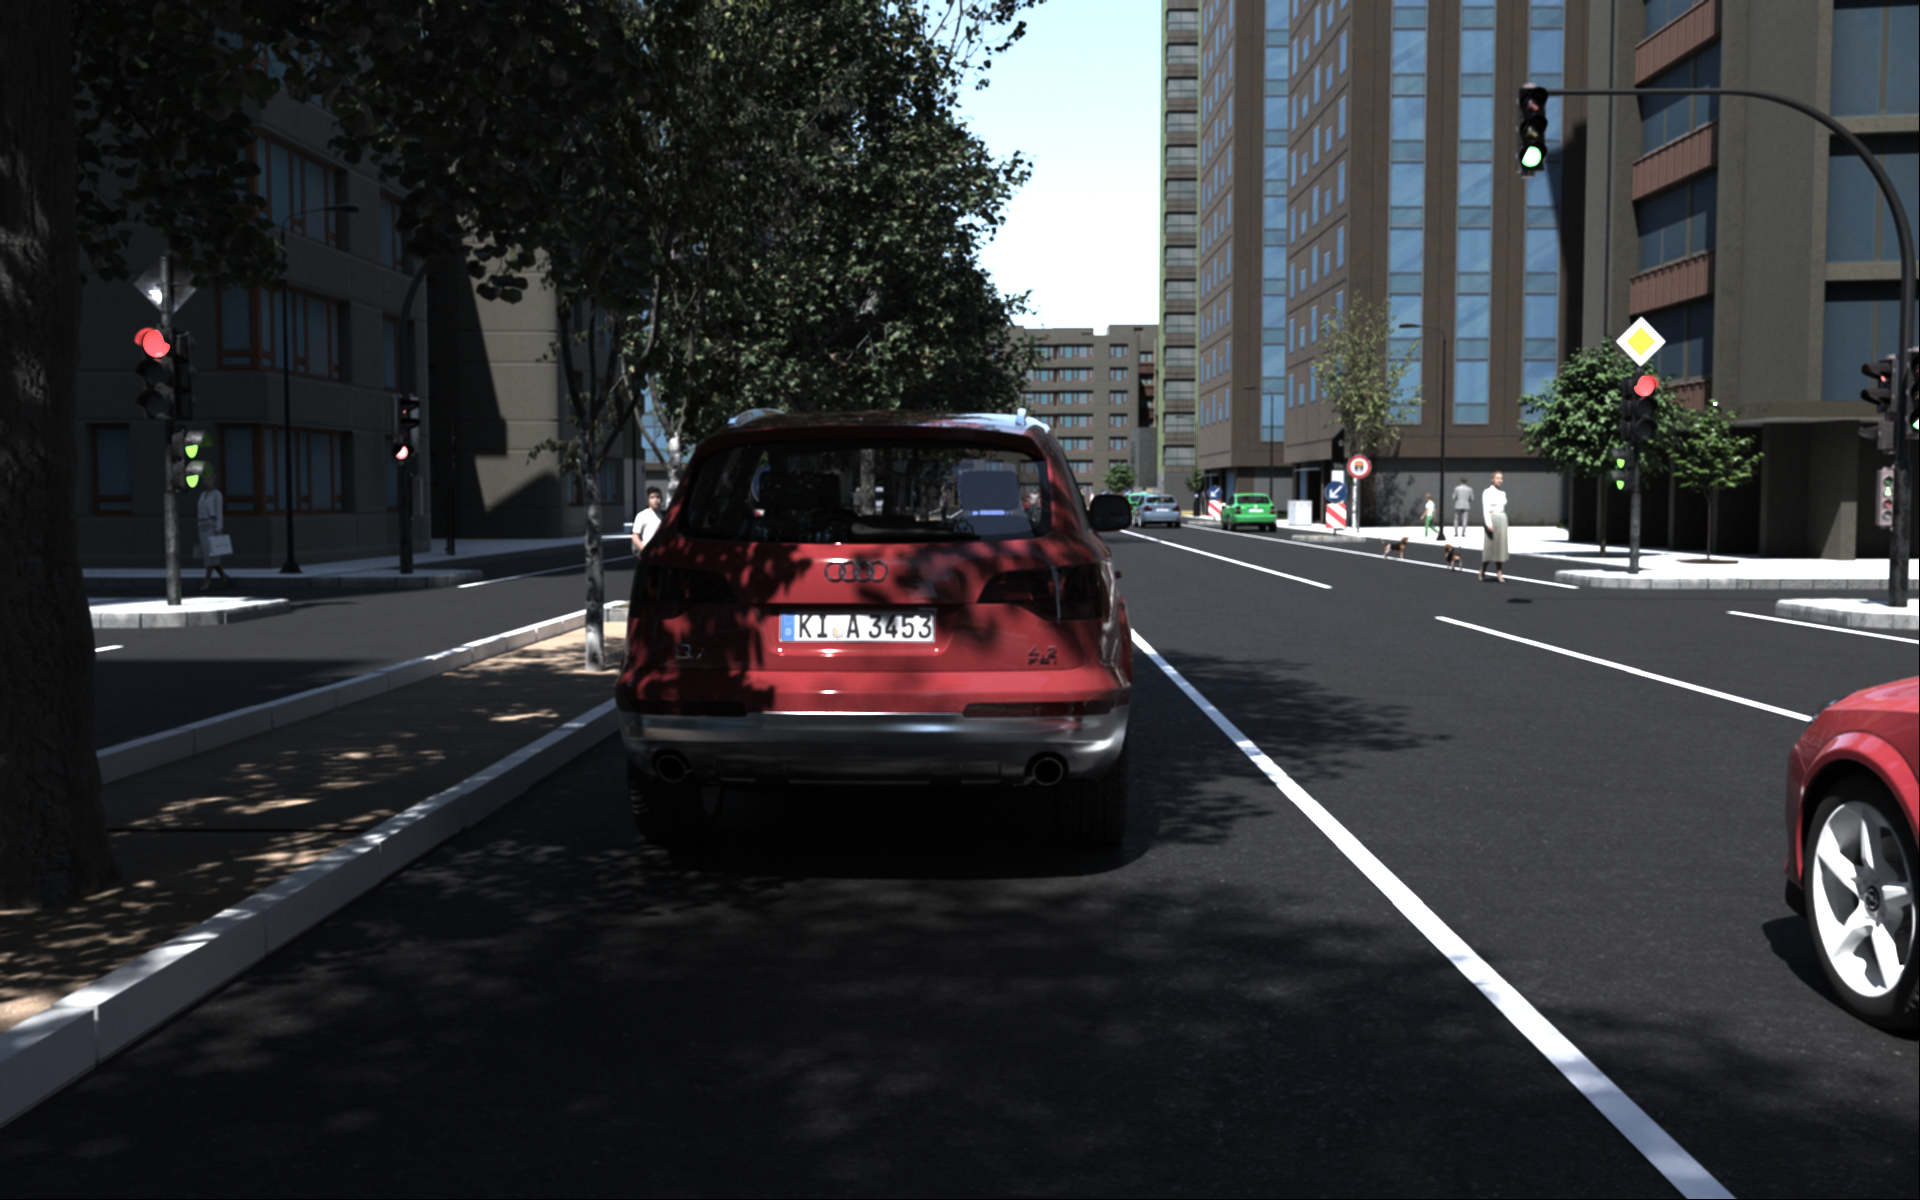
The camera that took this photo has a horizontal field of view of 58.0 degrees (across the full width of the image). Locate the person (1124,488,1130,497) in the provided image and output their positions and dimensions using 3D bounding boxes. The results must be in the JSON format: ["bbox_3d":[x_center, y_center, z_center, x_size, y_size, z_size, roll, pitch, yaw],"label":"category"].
[{"bbox_3d":[14.933,-8.978,152.931,1.348,1.812,0.705,-3,5,-41],"label":"person"}]

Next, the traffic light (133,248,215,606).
[{"bbox_3d":[-9.045,-1.892,19.856,0.839,4.253,0.868,0,4,1],"label":"traffic light"}]

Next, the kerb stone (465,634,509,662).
[{"bbox_3d":[-4.152,0.435,15.088,0.120,0.150,1.000,0,4,1],"label":"kerb stone"}]

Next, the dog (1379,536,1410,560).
[{"bbox_3d":[9.528,-1.144,37.996,0.540,0.507,0.406,-2,4,-29],"label":"dog"}]

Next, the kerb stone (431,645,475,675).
[{"bbox_3d":[-4.170,0.507,14.062,0.120,0.150,1.000,0,4,1],"label":"kerb stone"}]

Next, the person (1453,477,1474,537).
[{"bbox_3d":[14.953,-2.773,51.586,0.606,1.804,0.583,0,4,3],"label":"person"}]

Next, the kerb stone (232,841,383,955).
[{"bbox_3d":[-2.200,1.001,5.871,0.120,0.150,1.000,0,4,1],"label":"kerb stone"}]

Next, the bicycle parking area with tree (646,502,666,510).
[{"bbox_3d":[-20.452,-6.725,96.961,8.231,4.147,9.016,-3,4,-36],"label":"bicycle parking area with tree"}]

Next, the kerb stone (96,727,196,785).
[{"bbox_3d":[-4.252,0.811,8.952,0.120,0.150,1.000,0,4,1],"label":"kerb stone"}]

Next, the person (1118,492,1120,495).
[{"bbox_3d":[16.045,-10.346,175.982,0.721,1.735,1.217,0,4,6],"label":"person"}]

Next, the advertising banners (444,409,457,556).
[{"bbox_3d":[-10.723,-2.463,36.453,0.090,3.025,2.074,-1,4,-22],"label":"advertising banners"}]

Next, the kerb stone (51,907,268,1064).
[{"bbox_3d":[-2.214,1.061,4.849,0.120,0.150,1.000,0,4,1],"label":"kerb stone"}]

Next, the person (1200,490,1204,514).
[{"bbox_3d":[15.237,-6.194,107.760,0.683,1.767,0.568,1,4,10],"label":"person"}]

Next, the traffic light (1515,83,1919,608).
[{"bbox_3d":[8.521,-2.739,19.449,4.771,5.953,1.251,0,4,1],"label":"traffic light"}]

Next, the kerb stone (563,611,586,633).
[{"bbox_3d":[-4.102,0.246,18.174,0.120,0.150,1.000,0,4,1],"label":"kerb stone"}]

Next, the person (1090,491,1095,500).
[{"bbox_3d":[13.331,-10.086,174.070,0.551,1.740,0.621,3,5,40],"label":"person"}]

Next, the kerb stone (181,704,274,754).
[{"bbox_3d":[-4.233,0.747,9.974,0.120,0.150,1.000,0,4,1],"label":"kerb stone"}]

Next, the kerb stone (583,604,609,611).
[{"bbox_3d":[-4.086,0.183,19.196,0.120,0.150,1.000,0,4,1],"label":"kerb stone"}]

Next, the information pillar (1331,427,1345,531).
[{"bbox_3d":[13.262,-4.246,60.774,0.504,3.616,0.183,-2,4,-25],"label":"information pillar"}]

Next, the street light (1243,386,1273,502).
[{"bbox_3d":[12.922,-6.257,74.847,1.470,5.913,1.316,0,4,1],"label":"street light"}]

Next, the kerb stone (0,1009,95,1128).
[{"bbox_3d":[-2.228,1.126,3.826,0.120,0.150,1.000,0,4,1],"label":"kerb stone"}]

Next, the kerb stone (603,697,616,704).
[{"bbox_3d":[-2.118,0.685,10.991,0.120,0.150,1.000,0,4,1],"label":"kerb stone"}]

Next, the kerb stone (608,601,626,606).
[{"bbox_3d":[-4.064,0.121,20.222,0.120,0.150,1.000,0,4,1],"label":"kerb stone"}]

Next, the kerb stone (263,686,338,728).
[{"bbox_3d":[-4.215,0.690,10.996,0.120,0.150,1.000,0,4,1],"label":"kerb stone"}]

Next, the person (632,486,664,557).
[{"bbox_3d":[-3.042,-0.382,17.346,0.523,1.515,0.503,0,4,1],"label":"person"}]

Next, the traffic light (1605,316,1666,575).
[{"bbox_3d":[10.743,-2.362,27.541,0.839,4.253,0.868,0,4,1],"label":"traffic light"}]

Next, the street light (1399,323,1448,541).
[{"bbox_3d":[12.636,-4.570,47.258,1.470,5.913,1.316,0,4,1],"label":"street light"}]

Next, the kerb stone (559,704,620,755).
[{"bbox_3d":[-2.137,0.748,9.969,0.120,0.150,1.000,0,4,1],"label":"kerb stone"}]

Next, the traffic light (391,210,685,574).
[{"bbox_3d":[-6.823,-3.252,27.841,4.771,5.953,1.251,0,4,1],"label":"traffic light"}]

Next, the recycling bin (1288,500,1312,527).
[{"bbox_3d":[13.429,-3.418,68.436,0.722,1.027,0.722,-1,4,-21],"label":"recycling bin"}]

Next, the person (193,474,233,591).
[{"bbox_3d":[-11.151,-1.042,25.895,0.694,1.780,0.624,3,5,43],"label":"person"}]

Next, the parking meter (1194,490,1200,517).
[{"bbox_3d":[13.443,-5.496,98.266,0.372,1.533,0.369,0,3,0],"label":"parking meter"}]

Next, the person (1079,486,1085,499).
[{"bbox_3d":[5.784,-4.523,82.692,0.529,1.795,0.600,2,4,24],"label":"person"}]

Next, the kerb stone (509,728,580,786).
[{"bbox_3d":[-2.153,0.814,8.938,0.120,0.150,1.000,0,4,1],"label":"kerb stone"}]

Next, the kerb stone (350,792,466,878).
[{"bbox_3d":[-2.190,0.936,6.894,0.120,0.150,1.000,0,4,1],"label":"kerb stone"}]

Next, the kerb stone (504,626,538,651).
[{"bbox_3d":[-4.138,0.374,16.119,0.120,0.150,1.000,0,4,1],"label":"kerb stone"}]

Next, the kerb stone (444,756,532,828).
[{"bbox_3d":[-2.162,0.875,7.916,0.120,0.150,1.000,0,4,1],"label":"kerb stone"}]

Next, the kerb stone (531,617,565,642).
[{"bbox_3d":[-4.118,0.309,17.148,0.120,0.150,1.000,0,4,1],"label":"kerb stone"}]

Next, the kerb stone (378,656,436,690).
[{"bbox_3d":[-4.185,0.560,13.040,0.120,0.150,1.000,0,4,1],"label":"kerb stone"}]

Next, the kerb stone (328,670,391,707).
[{"bbox_3d":[-4.200,0.631,12.018,0.120,0.150,1.000,0,4,1],"label":"kerb stone"}]

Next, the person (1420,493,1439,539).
[{"bbox_3d":[13.404,-2.384,49.264,0.590,1.304,0.306,1,4,23],"label":"person"}]

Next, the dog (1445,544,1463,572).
[{"bbox_3d":[9.160,-0.789,32.185,0.406,0.507,0.540,-3,5,-44],"label":"dog"}]

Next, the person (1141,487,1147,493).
[{"bbox_3d":[10.224,-5.362,96.181,0.660,1.820,0.620,-1,4,-23],"label":"person"}]

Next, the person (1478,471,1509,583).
[{"bbox_3d":[8.654,-1.188,28.147,0.478,1.798,0.641,-1,4,-12],"label":"person"}]
